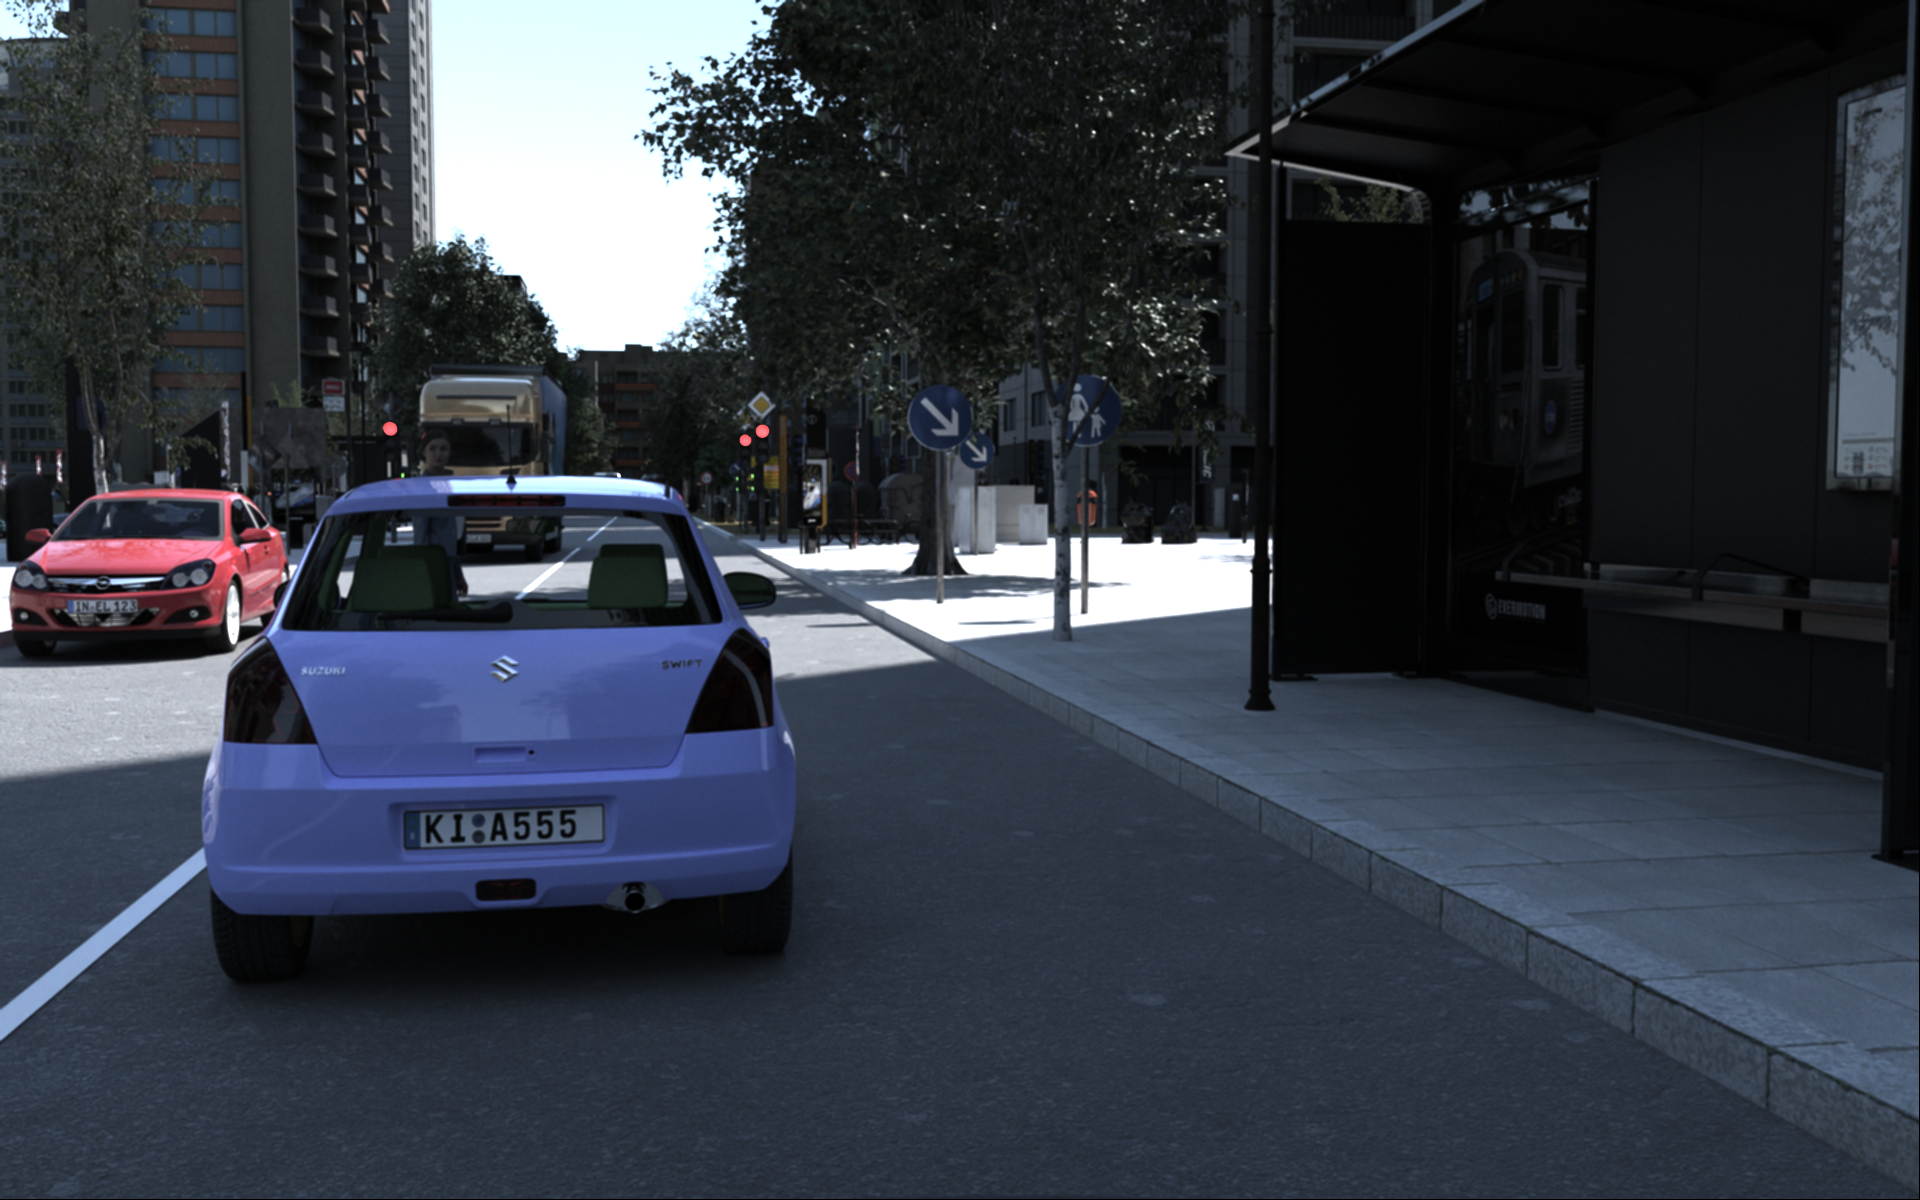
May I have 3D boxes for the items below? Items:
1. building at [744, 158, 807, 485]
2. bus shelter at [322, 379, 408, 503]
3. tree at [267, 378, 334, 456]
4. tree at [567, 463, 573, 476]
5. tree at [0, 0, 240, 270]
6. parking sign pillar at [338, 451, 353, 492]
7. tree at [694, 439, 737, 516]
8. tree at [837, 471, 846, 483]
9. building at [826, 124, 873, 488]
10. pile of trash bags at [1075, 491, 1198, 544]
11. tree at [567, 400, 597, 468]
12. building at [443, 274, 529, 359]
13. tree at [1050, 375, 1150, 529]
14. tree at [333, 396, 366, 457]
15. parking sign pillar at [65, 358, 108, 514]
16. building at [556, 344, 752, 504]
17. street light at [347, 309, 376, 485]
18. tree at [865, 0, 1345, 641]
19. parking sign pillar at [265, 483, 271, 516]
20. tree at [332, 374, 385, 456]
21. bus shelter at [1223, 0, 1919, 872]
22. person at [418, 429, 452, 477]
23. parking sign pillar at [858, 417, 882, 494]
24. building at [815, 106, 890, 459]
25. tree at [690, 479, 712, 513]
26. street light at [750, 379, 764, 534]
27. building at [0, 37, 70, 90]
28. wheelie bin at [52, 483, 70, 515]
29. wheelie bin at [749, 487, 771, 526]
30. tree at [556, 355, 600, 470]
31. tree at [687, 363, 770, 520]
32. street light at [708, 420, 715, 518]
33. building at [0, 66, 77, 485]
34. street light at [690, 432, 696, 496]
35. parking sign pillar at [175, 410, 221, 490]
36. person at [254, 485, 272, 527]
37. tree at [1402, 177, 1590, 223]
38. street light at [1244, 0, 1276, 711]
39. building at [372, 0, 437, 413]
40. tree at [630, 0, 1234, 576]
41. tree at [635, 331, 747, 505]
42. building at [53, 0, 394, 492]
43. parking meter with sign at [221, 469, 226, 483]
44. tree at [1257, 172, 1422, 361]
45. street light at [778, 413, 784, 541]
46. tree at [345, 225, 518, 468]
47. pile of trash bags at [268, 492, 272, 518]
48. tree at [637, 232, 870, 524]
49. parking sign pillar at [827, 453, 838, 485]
[{"bbox_3d":[-21.427,-35.714,234.036,14.200,45.320,14.600,-1,4,-10],"label":"building"},{"bbox_3d":[-21.660,-5.242,63.345,2.179,5.291,8.768,-1,4,-10],"label":"bus shelter"},{"bbox_3d":[-42.337,-9.704,109.031,4.737,8.622,4.395,0,3,0],"label":"tree"},{"bbox_3d":[-32.604,-9.454,138.283,4.285,4.588,4.351,0,3,0],"label":"tree"},{"bbox_3d":[-11.140,-4.390,22.137,4.360,8.622,3.978,0,3,0],"label":"tree"},{"bbox_3d":[-35.094,-6.769,99.140,1.447,3.967,1.447,3,5,40],"label":"parking sign pillar"},{"bbox_3d":[-14.368,-7.318,103.361,4.285,4.588,4.351,0,3,0],"label":"tree"},{"bbox_3d":[-9.130,-8.066,126.477,1.663,3.219,1.824,0,3,0],"label":"tree"},{"bbox_3d":[-0.995,-52.059,163.838,22.319,86.520,31.000,-1,4,-10],"label":"building"},{"bbox_3d":[4.612,-2.190,45.558,3.447,1.369,1.912,2,4,28],"label":"pile of trash bags"},{"bbox_3d":[-30.868,-11.970,130.114,7.601,10.594,8.767,-2,4,-27],"label":"tree"},{"bbox_3d":[-63.899,-27.857,227.161,14.107,30.474,14.160,-1,4,-10],"label":"building"},{"bbox_3d":[5.306,-6.903,63.224,4.737,8.622,4.395,0,3,0],"label":"tree"},{"bbox_3d":[-43.623,-10.529,122.508,4.737,8.622,4.395,0,3,0],"label":"tree"},{"bbox_3d":[-17.589,-2.842,34.935,1.447,3.967,1.447,-1,4,-12],"label":"parking sign pillar"},{"bbox_3d":[-44.014,-24.066,238.520,28.899,21.520,27.650,-1,4,-10],"label":"building"},{"bbox_3d":[-14.976,-4.324,43.477,0.468,5.910,1.993,-1,4,-10],"label":"street light"},{"bbox_3d":[0.933,-3.934,14.681,4.360,8.622,3.978,0,3,0],"label":"tree"},{"bbox_3d":[-41.387,-6.982,102.634,1.447,3.967,1.447,3,4,37],"label":"parking sign pillar"},{"bbox_3d":[-35.512,-9.358,103.370,4.360,8.622,3.978,0,3,0],"label":"tree"},{"bbox_3d":[3.175,-1.081,8.955,1.731,3.624,6.357,-1,4,-10],"label":"bus shelter"},{"bbox_3d":[-3.197,-0.117,10.441,0.654,1.822,0.581,1,4,20],"label":"person"},{"bbox_3d":[-3.081,-4.298,58.746,1.447,3.967,1.447,-1,4,-22],"label":"parking sign pillar"},{"bbox_3d":[-8.820,-30.769,186.670,14.154,41.232,14.086,-1,4,-10],"label":"building"},{"bbox_3d":[-17.611,-7.663,119.886,1.663,3.219,1.824,0,3,0],"label":"tree"},{"bbox_3d":[-6.512,-5.081,55.855,0.468,5.910,1.993,-1,4,-10],"label":"street light"},{"bbox_3d":[-109.085,-41.616,222.423,28.212,58.520,21.231,-1,4,-10],"label":"building"},{"bbox_3d":[-26.694,-2.678,51.691,0.693,1.594,0.980,1,4,20],"label":"wheelie bin"},{"bbox_3d":[-8.046,-3.764,69.452,0.693,1.594,0.980,2,4,32],"label":"wheelie bin"},{"bbox_3d":[-29.339,-11.821,119.030,9.928,11.665,9.643,0,3,0],"label":"tree"},{"bbox_3d":[-11.366,-8.366,87.150,4.360,8.622,3.978,0,3,0],"label":"tree"},{"bbox_3d":[-13.255,-7.330,92.627,0.468,5.910,1.993,-1,4,-10],"label":"street light"},{"bbox_3d":[-84.809,-28.858,163.710,23.993,40.220,32.217,-1,4,-10],"label":"building"},{"bbox_3d":[-19.737,-9.515,128.351,0.468,5.910,1.993,-1,4,-10],"label":"street light"},{"bbox_3d":[-24.207,-4.070,55.024,1.447,3.967,1.447,3,5,41],"label":"parking sign pillar"},{"bbox_3d":[-19.260,-2.347,47.869,0.522,1.701,0.512,3,5,44],"label":"person"},{"bbox_3d":[10.098,-4.968,31.591,4.360,8.622,3.978,0,3,0],"label":"tree"},{"bbox_3d":[1.787,-2.285,10.151,0.468,5.910,1.993,-1,4,-10],"label":"street light"},{"bbox_3d":[-63.979,-44.930,172.851,20.611,71.187,20.563,-1,4,-10],"label":"building"},{"bbox_3d":[-0.311,-6.741,27.218,9.611,12.733,9.660,0,3,0],"label":"tree"},{"bbox_3d":[-30.925,-20.987,199.032,12.611,20.169,13.585,0,3,0],"label":"tree"},{"bbox_3d":[-57.201,-29.465,136.369,22.147,44.769,28.867,-1,4,-10],"label":"building"},{"bbox_3d":[-52.585,-7.729,122.631,1.738,3.016,0.543,2,4,34],"label":"parking meter with sign"},{"bbox_3d":[8.462,-5.324,37.407,4.737,8.622,4.395,0,3,0],"label":"tree"},{"bbox_3d":[-4.870,-4.532,46.889,0.468,5.910,1.993,-1,4,-10],"label":"street light"},{"bbox_3d":[-21.538,-9.619,74.284,9.611,12.733,9.660,0,3,0],"label":"tree"},{"bbox_3d":[-36.114,-5.076,92.738,1.912,1.369,3.447,1,4,18],"label":"pile of trash bags"},{"bbox_3d":[-8.391,-9.986,73.636,12.009,13.543,11.850,0,3,0],"label":"tree"},{"bbox_3d":[-7.585,-6.898,101.257,1.447,3.967,1.447,1,4,20],"label":"parking sign pillar"}]
